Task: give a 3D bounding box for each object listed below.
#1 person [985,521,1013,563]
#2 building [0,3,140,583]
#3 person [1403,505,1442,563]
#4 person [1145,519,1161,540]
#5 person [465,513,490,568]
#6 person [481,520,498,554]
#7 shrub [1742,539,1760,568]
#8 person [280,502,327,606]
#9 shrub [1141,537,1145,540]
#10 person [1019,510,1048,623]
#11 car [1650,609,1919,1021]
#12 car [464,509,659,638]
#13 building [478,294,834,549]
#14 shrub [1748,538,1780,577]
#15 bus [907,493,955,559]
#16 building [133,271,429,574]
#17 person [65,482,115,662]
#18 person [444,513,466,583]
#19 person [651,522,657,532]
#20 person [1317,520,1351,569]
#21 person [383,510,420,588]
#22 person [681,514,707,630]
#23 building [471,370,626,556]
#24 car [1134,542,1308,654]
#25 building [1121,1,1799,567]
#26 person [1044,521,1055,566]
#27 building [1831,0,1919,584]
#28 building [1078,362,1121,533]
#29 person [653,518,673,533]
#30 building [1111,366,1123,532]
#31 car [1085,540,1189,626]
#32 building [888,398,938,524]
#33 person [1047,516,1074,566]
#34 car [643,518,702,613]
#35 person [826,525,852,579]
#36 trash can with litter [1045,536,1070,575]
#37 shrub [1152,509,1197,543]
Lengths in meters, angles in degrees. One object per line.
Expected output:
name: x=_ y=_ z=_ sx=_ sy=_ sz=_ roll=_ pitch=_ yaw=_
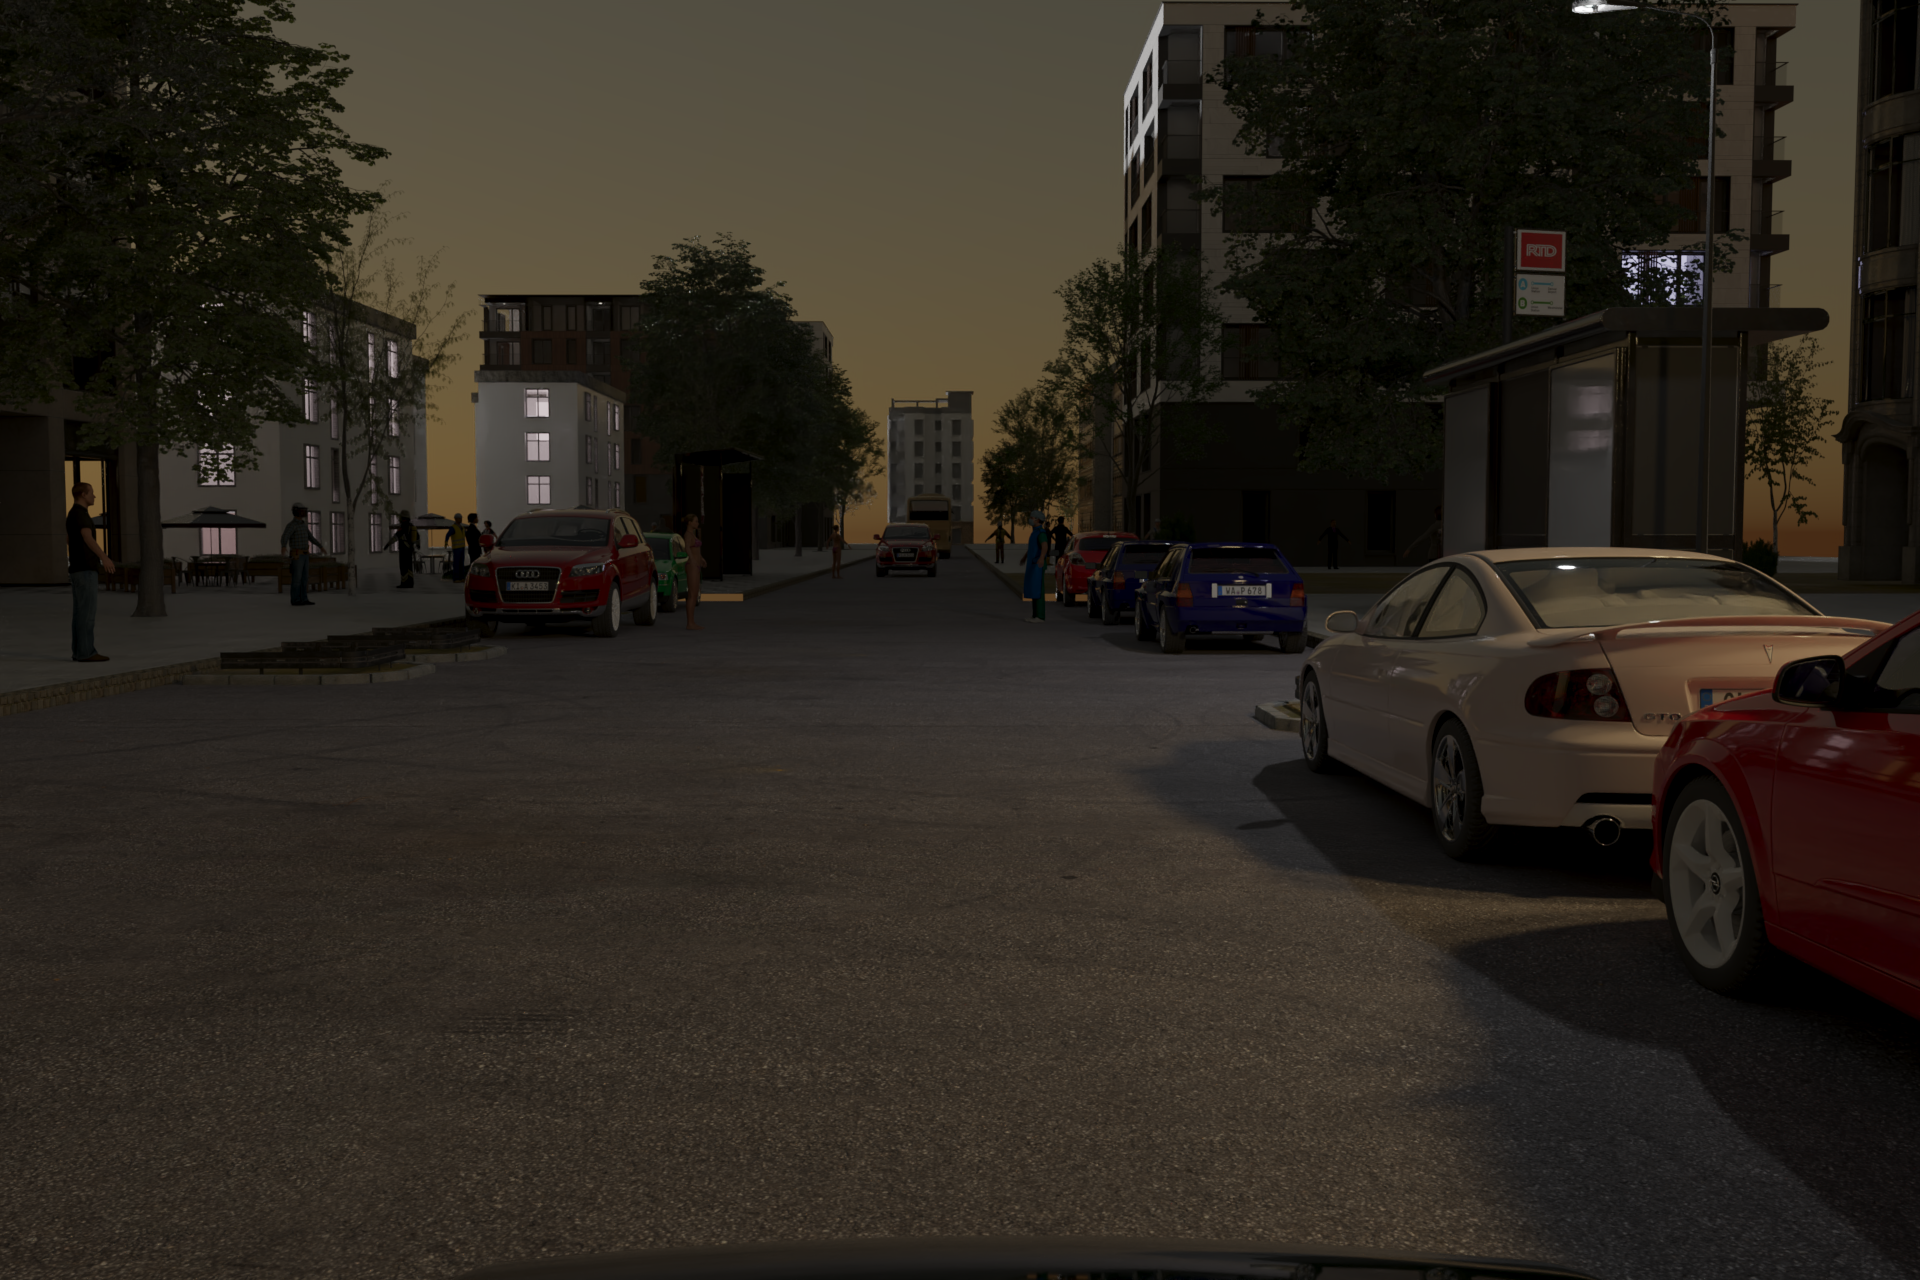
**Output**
person: x=1.732 y=-4.276 z=75.673 sx=1.354 sy=1.858 sz=0.705 roll=-2 pitch=4 yaw=-24
building: x=-31.519 y=-13.774 z=28.406 sx=19.350 sy=26.588 sz=34.151 roll=0 pitch=4 yaw=0
person: x=7.495 y=-1.254 z=27.257 sx=1.215 sy=1.744 sz=0.721 roll=-2 pitch=4 yaw=-25
person: x=7.208 y=-3.504 z=63.143 sx=1.347 sy=1.847 sz=0.705 roll=-1 pitch=4 yaw=-22
person: x=-10.438 y=-1.883 z=37.503 sx=0.721 sy=1.740 sz=1.216 roll=-2 pitch=4 yaw=-33
person: x=-18.915 y=-3.862 z=69.289 sx=1.345 sy=1.843 sz=0.704 roll=2 pitch=4 yaw=30
shrub: x=19.167 y=-1.934 z=42.733 sx=1.383 sy=1.207 sz=1.383 roll=0 pitch=3 yaw=0
person: x=-11.847 y=-1.547 z=31.131 sx=0.704 sy=1.849 sz=1.345 roll=1 pitch=4 yaw=11
shrub: x=5.590 y=-2.529 z=52.468 sx=1.383 sy=1.207 sz=1.383 roll=0 pitch=3 yaw=0
person: x=1.222 y=-1.193 z=28.084 sx=0.704 sy=1.817 sz=1.347 roll=-1 pitch=4 yaw=-11
car: x=3.237 y=0.300 z=4.131 sx=2.155 sy=1.783 sz=4.494 roll=0 pitch=4 yaw=-1
car: x=-5.779 y=-1.036 z=25.607 sx=2.281 sy=1.827 sz=5.304 roll=0 pitch=4 yaw=-1
building: x=-27.057 y=-19.585 z=164.182 sx=27.936 sy=21.610 sz=32.646 roll=0 pitch=3 yaw=0
shrub: x=22.481 y=-2.293 z=48.608 sx=1.383 sy=1.207 sz=1.383 roll=0 pitch=3 yaw=0
bus: x=-1.761 y=-6.897 z=104.305 sx=2.896 sy=3.916 sz=12.252 roll=0 pitch=3 yaw=0
building: x=-26.296 y=-7.788 z=69.480 sx=9.099 sy=9.664 sz=28.070 roll=0 pitch=3 yaw=0
person: x=-8.795 y=-0.687 z=17.453 sx=0.705 sy=1.803 sz=1.348 roll=-3 pitch=4 yaw=-38
person: x=-13.150 y=-2.418 z=45.505 sx=0.705 sy=1.833 sz=1.349 roll=1 pitch=4 yaw=22
person: x=-12.743 y=-4.003 z=71.910 sx=1.216 sy=1.772 sz=0.721 roll=2 pitch=4 yaw=29
person: x=13.538 y=-3.461 z=62.812 sx=1.346 sy=1.802 sz=0.704 roll=-1 pitch=4 yaw=-16
person: x=-13.148 y=-2.155 z=41.015 sx=0.705 sy=1.856 sz=1.354 roll=1 pitch=4 yaw=17
person: x=-3.948 y=-1.028 z=26.061 sx=0.721 sy=1.733 sz=1.217 roll=0 pitch=4 yaw=-2
building: x=-24.389 y=-9.839 z=103.013 sx=9.099 sy=9.664 sz=28.070 roll=0 pitch=4 yaw=-1
car: x=3.253 y=-0.583 z=22.107 sx=1.945 sy=1.354 sz=3.894 roll=0 pitch=4 yaw=-1
building: x=21.507 y=-14.638 z=83.301 sx=27.936 sy=21.610 sz=32.646 roll=0 pitch=4 yaw=-1
person: x=3.598 y=-3.941 z=70.573 sx=0.704 sy=1.812 sz=1.346 roll=-1 pitch=4 yaw=-21
building: x=29.002 y=-12.878 z=27.201 sx=14.369 sy=24.946 sz=33.146 roll=0 pitch=4 yaw=0
building: x=22.311 y=-21.316 z=179.437 sx=19.493 sy=23.208 sz=18.063 roll=0 pitch=4 yaw=-1
person: x=-9.865 y=-3.137 z=57.419 sx=1.348 sy=1.813 sz=0.705 roll=-1 pitch=4 yaw=-17
building: x=24.148 y=-20.133 z=160.111 sx=19.493 sy=23.208 sz=18.063 roll=0 pitch=4 yaw=0
car: x=3.074 y=-0.973 z=28.483 sx=1.945 sy=1.354 sz=3.894 roll=0 pitch=4 yaw=-1
building: x=-9.330 y=-22.865 z=232.715 sx=11.380 sy=20.090 sz=16.016 roll=0 pitch=4 yaw=-3
person: x=2.954 y=-2.704 z=50.392 sx=1.347 sy=1.806 sz=0.705 roll=2 pitch=4 yaw=31
car: x=-6.057 y=-1.478 z=32.962 sx=1.959 sy=1.807 sz=4.718 roll=0 pitch=3 yaw=0
person: x=-3.922 y=-2.851 z=55.873 sx=0.721 sy=1.733 sz=1.217 roll=-3 pitch=5 yaw=-44
trash can with litter: x=3.283 y=-2.609 z=53.723 sx=1.678 sy=1.210 sz=2.233 roll=0 pitch=4 yaw=-1
shrub: x=6.921 y=-3.132 z=55.250 sx=1.661 sy=2.075 sz=1.752 roll=0 pitch=3 yaw=0
